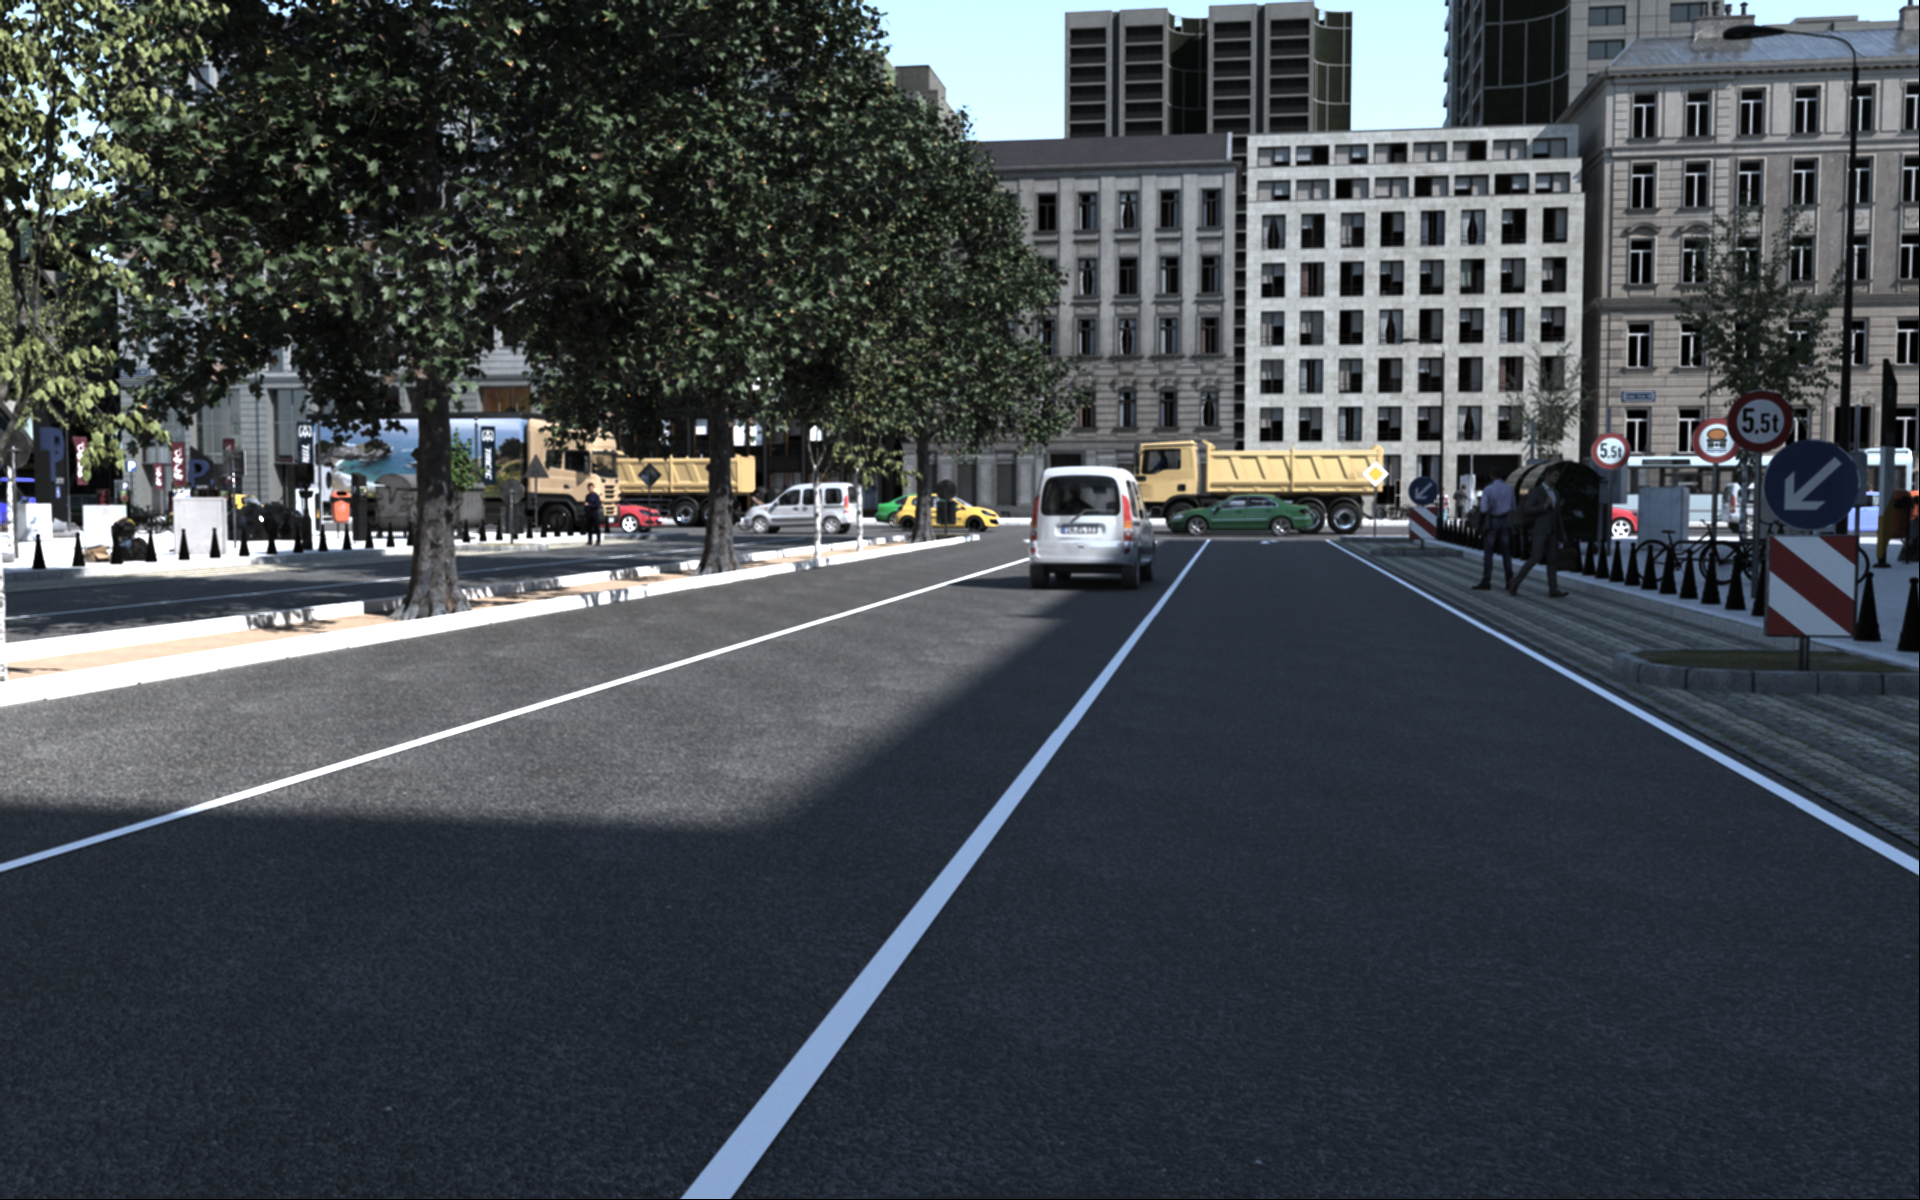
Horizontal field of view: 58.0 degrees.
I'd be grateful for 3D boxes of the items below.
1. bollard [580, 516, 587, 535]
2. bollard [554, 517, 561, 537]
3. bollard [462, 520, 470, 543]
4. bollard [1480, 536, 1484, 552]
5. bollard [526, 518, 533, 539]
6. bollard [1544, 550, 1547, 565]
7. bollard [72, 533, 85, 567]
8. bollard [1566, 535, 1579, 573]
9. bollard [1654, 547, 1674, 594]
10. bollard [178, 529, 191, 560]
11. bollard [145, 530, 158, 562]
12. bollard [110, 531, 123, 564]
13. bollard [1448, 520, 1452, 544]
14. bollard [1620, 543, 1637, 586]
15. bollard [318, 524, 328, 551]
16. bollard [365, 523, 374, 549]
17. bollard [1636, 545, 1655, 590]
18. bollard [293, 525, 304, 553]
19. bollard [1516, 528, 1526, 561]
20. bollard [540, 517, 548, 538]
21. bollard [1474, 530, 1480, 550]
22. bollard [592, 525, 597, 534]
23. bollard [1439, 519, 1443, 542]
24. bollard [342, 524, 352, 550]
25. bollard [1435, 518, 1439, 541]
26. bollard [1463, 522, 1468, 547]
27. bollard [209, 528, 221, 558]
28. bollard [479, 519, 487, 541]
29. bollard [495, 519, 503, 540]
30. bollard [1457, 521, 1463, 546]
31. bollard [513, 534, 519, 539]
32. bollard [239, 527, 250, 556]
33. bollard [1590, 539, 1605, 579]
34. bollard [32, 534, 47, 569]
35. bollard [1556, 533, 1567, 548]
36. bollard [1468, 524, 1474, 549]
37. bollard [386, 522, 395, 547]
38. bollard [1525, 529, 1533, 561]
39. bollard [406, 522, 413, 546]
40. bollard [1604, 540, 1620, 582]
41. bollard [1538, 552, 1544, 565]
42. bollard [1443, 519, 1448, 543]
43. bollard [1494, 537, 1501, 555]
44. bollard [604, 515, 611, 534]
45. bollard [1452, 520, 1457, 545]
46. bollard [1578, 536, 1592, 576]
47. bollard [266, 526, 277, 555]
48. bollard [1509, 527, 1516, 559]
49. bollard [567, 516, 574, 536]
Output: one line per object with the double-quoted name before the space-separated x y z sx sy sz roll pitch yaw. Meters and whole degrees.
"bollard" -11.773 -2.327 54.091 0.229 0.601 0.229 0 3 0
"bollard" -12.104 -2.202 52.049 0.229 0.601 0.229 0 3 0
"bollard" -13.101 -1.829 45.948 0.229 0.601 0.229 0 3 0
"bollard" 11.785 -1.379 38.583 0.229 0.601 0.229 0 3 0
"bollard" -12.434 -2.078 50.022 0.229 0.601 0.229 0 3 0
"bollard" 10.449 -0.880 30.429 0.229 0.601 0.229 0 3 0
"bollard" -15.608 -0.894 30.658 0.229 0.601 0.229 0 3 0
"bollard" 10.121 -0.756 28.402 0.229 0.601 0.229 0 3 0
"bollard" 9.114 -0.381 22.277 0.229 0.601 0.229 0 3 0
"bollard" -15.106 -1.080 33.707 0.229 0.601 0.229 0 3 0
"bollard" -15.275 -1.019 32.695 0.229 0.601 0.229 0 3 0
"bollard" -15.435 -0.957 31.681 0.229 0.601 0.229 0 3 0
"bollard" 12.781 -1.752 44.679 0.229 0.601 0.229 0 3 0
"bollard" 9.449 -0.506 24.322 0.229 0.601 0.229 0 3 0
"bollard" -14.277 -1.392 38.806 0.229 0.601 0.229 0 3 0
"bollard" -13.939 -1.518 40.857 0.229 0.601 0.229 0 3 0
"bollard" 9.281 -0.444 23.299 0.229 0.601 0.229 0 3 0
"bollard" -14.442 -1.330 37.780 0.229 0.601 0.229 0 3 0
"bollard" 10.953 -1.068 33.507 0.229 0.601 0.229 0 3 0
"bollard" -12.271 -2.140 51.036 0.229 0.601 0.229 0 3 0
"bollard" 11.954 -1.441 39.607 0.229 0.601 0.229 0 3 0
"bollard" -11.604 -2.389 55.103 0.229 0.601 0.229 0 3 0
"bollard" 13.115 -1.876 46.709 0.229 0.601 0.229 0 3 0
"bollard" -14.103 -1.455 39.837 0.229 0.601 0.229 0 3 0
"bollard" 13.282 -1.938 47.726 0.229 0.601 0.229 0 3 0
"bollard" 12.286 -1.566 41.639 0.229 0.601 0.229 0 3 0
"bollard" -14.940 -1.142 34.721 0.229 0.601 0.229 0 3 0
"bollard" -12.935 -1.891 46.962 0.229 0.601 0.229 0 3 0
"bollard" -12.769 -1.954 47.984 0.229 0.601 0.229 0 3 0
"bollard" 12.447 -1.628 42.653 0.229 0.601 0.229 0 3 0
"bollard" -12.603 -2.016 49.009 0.229 0.601 0.229 0 3 0
"bollard" -14.775 -1.204 35.734 0.229 0.601 0.229 0 3 0
"bollard" 9.780 -0.631 26.351 0.229 0.601 0.229 0 3 0
"bollard" -15.772 -0.832 29.644 0.229 0.601 0.229 0 3 0
"bollard" 10.282 -0.818 29.416 0.229 0.601 0.229 0 3 0
"bollard" 12.119 -1.504 40.626 0.229 0.601 0.229 0 3 0
"bollard" -13.772 -1.580 41.870 0.229 0.601 0.229 0 3 0
"bollard" 10.786 -1.005 32.469 0.229 0.601 0.229 0 3 0
"bollard" -13.605 -1.642 42.883 0.229 0.601 0.229 0 3 0
"bollard" 9.615 -0.569 25.338 0.229 0.601 0.229 0 3 0
"bollard" 10.617 -0.942 31.451 0.229 0.601 0.229 0 3 0
"bollard" 12.947 -1.814 45.694 0.229 0.601 0.229 0 3 0
"bollard" 11.449 -1.255 36.558 0.229 0.601 0.229 0 3 0
"bollard" -11.433 -2.451 56.116 0.229 0.601 0.229 0 3 0
"bollard" 12.617 -1.690 43.665 0.229 0.601 0.229 0 3 0
"bollard" 9.947 -0.693 27.364 0.229 0.601 0.229 0 3 0
"bollard" -14.610 -1.267 36.754 0.229 0.601 0.229 0 3 0
"bollard" 11.121 -1.131 34.531 0.229 0.601 0.229 0 3 0
"bollard" -11.939 -2.264 53.062 0.229 0.601 0.229 0 3 0
